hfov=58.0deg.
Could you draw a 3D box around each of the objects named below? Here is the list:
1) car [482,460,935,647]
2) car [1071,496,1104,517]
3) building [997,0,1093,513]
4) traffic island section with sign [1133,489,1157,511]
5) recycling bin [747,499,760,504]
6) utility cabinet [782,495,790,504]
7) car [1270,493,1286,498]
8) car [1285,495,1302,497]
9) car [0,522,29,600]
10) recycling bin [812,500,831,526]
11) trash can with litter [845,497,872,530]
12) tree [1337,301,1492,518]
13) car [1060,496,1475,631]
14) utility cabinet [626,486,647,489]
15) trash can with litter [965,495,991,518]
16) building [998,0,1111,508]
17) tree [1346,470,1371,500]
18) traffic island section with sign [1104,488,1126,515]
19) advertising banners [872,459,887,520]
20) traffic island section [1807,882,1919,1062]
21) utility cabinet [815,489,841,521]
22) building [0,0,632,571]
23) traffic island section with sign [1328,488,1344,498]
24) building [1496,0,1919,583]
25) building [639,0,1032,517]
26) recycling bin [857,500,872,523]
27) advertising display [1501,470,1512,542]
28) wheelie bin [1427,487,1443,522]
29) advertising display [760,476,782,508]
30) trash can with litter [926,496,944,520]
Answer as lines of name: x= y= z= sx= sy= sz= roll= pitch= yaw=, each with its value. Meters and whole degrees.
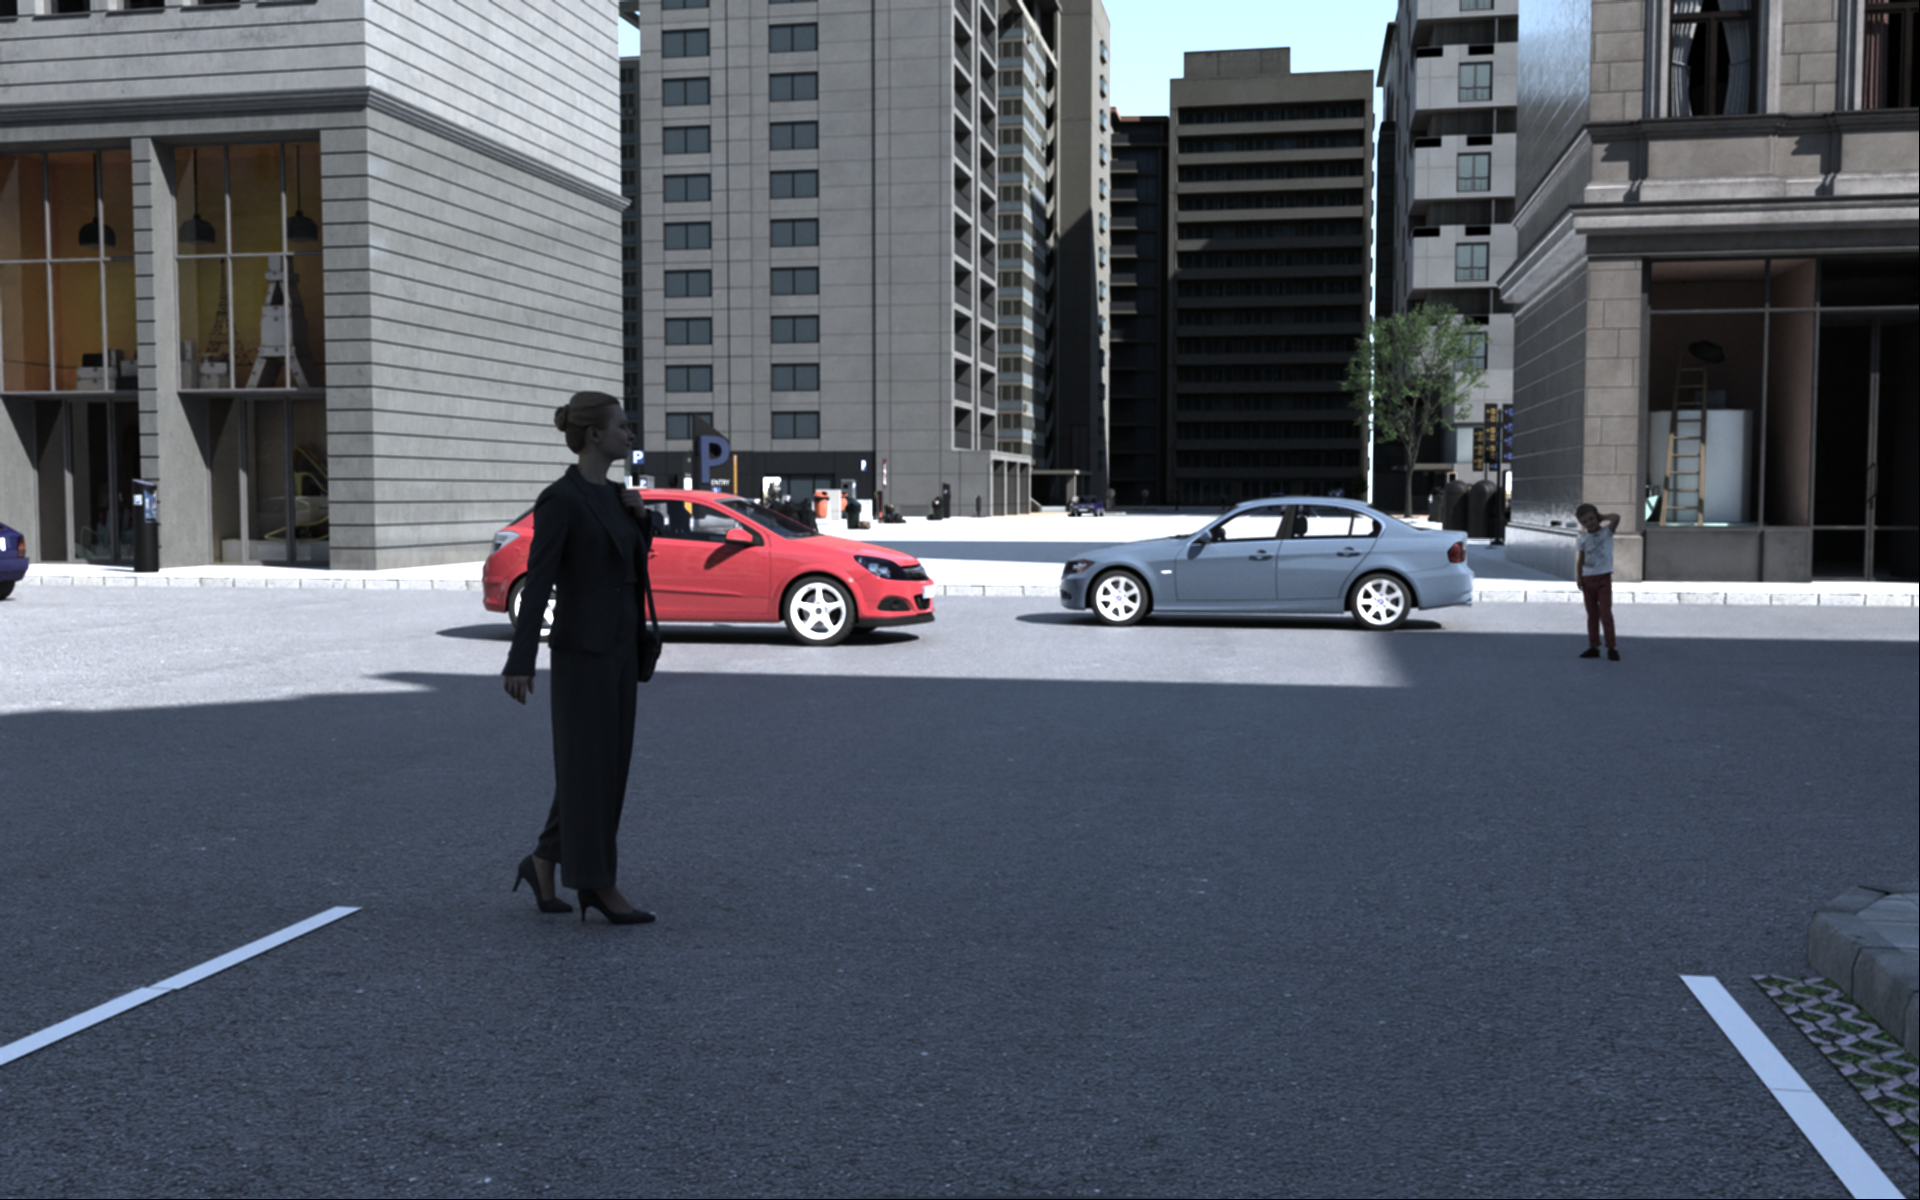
car: x=-2.472 y=-0.503 z=17.269 sx=4.494 sy=1.783 sz=2.155 roll=1 pitch=4 yaw=9
car: x=8.093 y=-5.953 z=109.909 sx=1.945 sy=1.354 sz=3.894 roll=1 pitch=4 yaw=12
building: x=-6.596 y=-26.801 z=130.077 sx=32.217 sy=40.220 sz=23.993 roll=1 pitch=4 yaw=11
traffic island section with sign: x=15.871 y=-8.537 z=148.213 sx=1.989 sy=1.847 sz=2.006 roll=1 pitch=4 yaw=11
recycling bin: x=-10.553 y=-4.720 z=89.727 sx=0.722 sy=1.027 sz=0.722 roll=-3 pitch=5 yaw=-43
utility cabinet: x=-9.504 y=-4.944 z=91.998 sx=1.020 sy=1.237 sz=0.306 roll=2 pitch=4 yaw=30
car: x=28.649 y=-8.944 z=155.827 sx=1.945 sy=1.707 sz=3.694 roll=1 pitch=4 yaw=13
car: x=22.745 y=-6.434 z=117.553 sx=2.083 sy=1.381 sz=4.827 roll=1 pitch=4 yaw=13
car: x=-14.490 y=-0.631 z=22.899 sx=3.894 sy=1.354 sz=1.945 roll=1 pitch=4 yaw=13
recycling bin: x=-5.686 y=-3.569 z=70.901 sx=0.722 sy=1.027 sz=0.722 roll=0 pitch=3 yaw=0
trash can with litter: x=-3.655 y=-3.145 z=62.801 sx=1.055 sy=1.170 sz=0.624 roll=2 pitch=4 yaw=34
tree: x=24.068 y=-10.170 z=92.031 sx=9.928 sy=11.665 sz=9.643 roll=0 pitch=3 yaw=0
car: x=3.348 y=-0.438 z=19.159 sx=4.499 sy=1.417 sz=2.014 roll=1 pitch=4 yaw=12
utility cabinet: x=-9.383 y=-2.436 z=48.505 sx=1.173 sy=1.500 sz=0.318 roll=-1 pitch=4 yaw=-17
trash can with litter: x=0.835 y=-5.068 z=93.926 sx=1.678 sy=1.210 sz=2.233 roll=1 pitch=4 yaw=10
building: x=1.689 y=-32.424 z=153.830 sx=21.600 sy=48.544 sz=21.300 roll=1 pitch=4 yaw=11
tree: x=30.965 y=-8.596 z=135.147 sx=1.663 sy=3.219 sz=1.824 roll=0 pitch=3 yaw=0
traffic island section with sign: x=10.573 y=-6.885 z=121.190 sx=1.989 sy=1.847 sz=2.006 roll=1 pitch=4 yaw=11
advertising banners: x=-3.983 y=-5.506 z=86.206 sx=0.090 sy=3.025 sz=2.074 roll=1 pitch=4 yaw=16
traffic island section: x=3.415 y=1.101 z=4.274 sx=2.009 sy=0.180 sz=2.903 roll=1 pitch=4 yaw=11
utility cabinet: x=-6.200 y=-4.463 z=81.642 sx=1.173 sy=1.500 sz=0.318 roll=1 pitch=4 yaw=11
building: x=-23.163 y=-15.816 z=36.092 sx=29.804 sy=29.767 sz=11.434 roll=1 pitch=4 yaw=11
traffic island section with sign: x=31.130 y=-8.379 z=145.617 sx=1.989 sy=1.847 sz=2.006 roll=1 pitch=4 yaw=11
building: x=11.130 y=-10.870 z=28.628 sx=40.483 sy=20.767 sz=10.553 roll=1 pitch=4 yaw=11
building: x=-6.331 y=-40.865 z=106.399 sx=20.563 sy=71.187 sz=20.611 roll=1 pitch=4 yaw=11
recycling bin: x=-4.339 y=-4.021 z=78.305 sx=0.722 sy=1.027 sz=0.722 roll=0 pitch=4 yaw=-3
advertising display: x=14.826 y=-2.502 z=46.118 sx=0.974 sy=1.923 sz=0.123 roll=-2 pitch=4 yaw=-26
wheelie bin: x=21.930 y=-4.382 z=79.551 sx=0.980 sy=1.594 sz=0.693 roll=-3 pitch=5 yaw=-44
advertising display: x=-6.722 y=-3.452 z=61.662 sx=0.123 sy=1.923 sz=0.974 roll=3 pitch=4 yaw=38
trash can with litter: x=-1.257 y=-4.447 z=84.095 sx=0.624 sy=1.170 sz=1.055 roll=-3 pitch=5 yaw=-42
